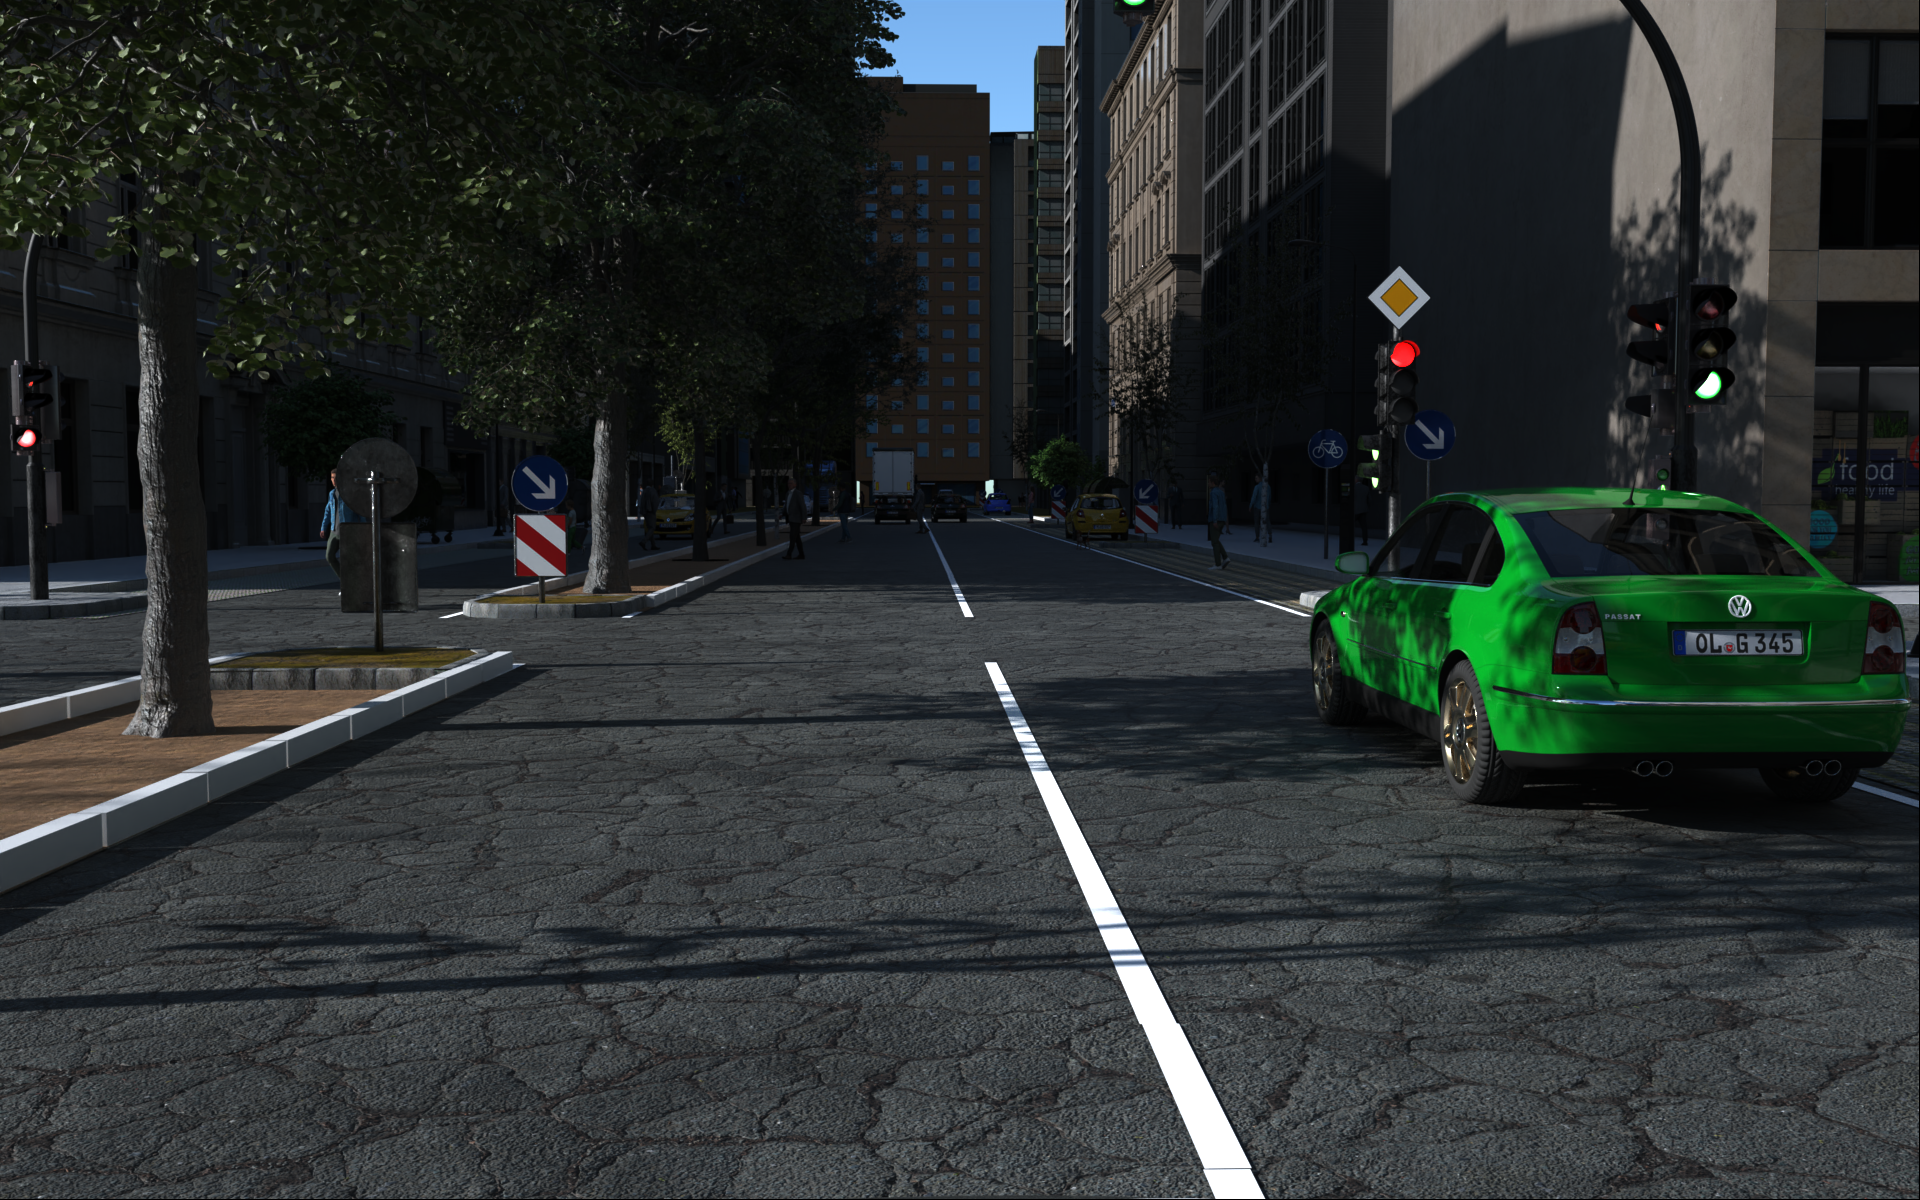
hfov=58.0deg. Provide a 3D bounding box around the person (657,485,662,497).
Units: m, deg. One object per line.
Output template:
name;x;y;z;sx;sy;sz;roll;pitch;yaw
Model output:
person;-17.397;-5.763;100.398;1.348;1.807;0.705;1;4;20

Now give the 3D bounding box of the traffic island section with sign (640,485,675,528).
traffic island section with sign;-12.330;-3.933;72.926;1.989;1.847;2.006;0;4;-2

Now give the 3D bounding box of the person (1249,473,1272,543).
person;7.993;-2.447;45.919;0.638;1.841;0.748;-1;4;-12

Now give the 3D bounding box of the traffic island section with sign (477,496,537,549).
traffic island section with sign;-11.591;-2.285;45.981;1.989;1.847;2.006;0;4;-2

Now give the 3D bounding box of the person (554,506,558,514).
person;-16.817;-4.012;72.647;0.522;1.701;0.512;2;4;32

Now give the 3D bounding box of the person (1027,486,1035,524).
person;3.455;-4.606;83.815;0.388;1.821;0.555;1;4;11

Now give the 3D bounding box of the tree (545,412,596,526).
tree;-14.938;-5.227;69.172;4.285;4.588;4.351;0;3;0

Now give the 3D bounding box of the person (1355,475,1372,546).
person;9.947;-2.264;43.463;0.661;1.777;0.834;-2;4;-27

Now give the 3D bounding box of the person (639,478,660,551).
person;-7.893;-2.174;44.139;0.679;1.850;0.850;2;4;33

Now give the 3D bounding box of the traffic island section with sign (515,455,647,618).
traffic island section with sign;-4.926;-0.782;20.917;2.006;1.907;1.989;0;4;-2

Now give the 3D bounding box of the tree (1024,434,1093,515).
tree;5.526;-6.626;92.044;4.285;4.588;4.351;0;3;0

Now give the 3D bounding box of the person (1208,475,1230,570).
person;4.862;-1.453;32.599;0.444;1.785;0.601;3;5;39

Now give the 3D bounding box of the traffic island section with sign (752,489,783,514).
traffic island section with sign;-13.714;-7.012;123.268;1.989;1.847;2.006;0;4;-2

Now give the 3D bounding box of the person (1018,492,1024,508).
person;5.733;-9.361;162.290;0.799;1.438;0.628;3;4;39

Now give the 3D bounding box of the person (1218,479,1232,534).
person;8.376;-2.980;55.113;0.374;1.781;0.599;-2;4;-31

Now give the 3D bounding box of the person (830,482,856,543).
person;-3.384;-2.546;50.467;0.721;1.781;0.623;0;4;7

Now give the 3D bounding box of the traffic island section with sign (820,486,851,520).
traffic island section with sign;-7.004;-5.376;96.027;2.006;1.907;1.989;0;4;-2

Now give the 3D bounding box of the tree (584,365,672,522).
tree;-15.117;-7.946;80.285;4.360;8.622;3.978;0;3;0

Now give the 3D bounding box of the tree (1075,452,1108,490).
tree;6.292;-5.118;78.277;1.663;3.219;1.824;0;3;0

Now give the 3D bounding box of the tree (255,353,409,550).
tree;-14.732;-3.483;40.657;4.285;4.588;4.351;0;3;0

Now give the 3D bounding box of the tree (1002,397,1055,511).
tree;5.113;-11.057;131.147;4.360;8.622;3.978;0;3;0

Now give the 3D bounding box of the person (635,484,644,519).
person;-16.520;-5.127;89.956;0.778;1.811;0.616;1;4;20

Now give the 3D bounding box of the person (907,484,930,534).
person;-1.487;-3.323;62.958;0.853;1.813;0.709;1;4;10

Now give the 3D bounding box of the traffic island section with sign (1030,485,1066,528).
traffic island section with sign;3.994;-3.955;73.300;1.989;1.847;2.006;0;4;-2

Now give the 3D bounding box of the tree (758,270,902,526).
tree;-6.316;-9.083;76.724;9.928;11.665;9.643;0;3;0

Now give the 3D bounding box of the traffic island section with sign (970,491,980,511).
traffic island section with sign;1.846;-8.697;150.826;1.989;1.847;2.006;0;4;-2

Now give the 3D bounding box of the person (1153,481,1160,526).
person;7.775;-3.847;69.207;0.793;1.790;0.793;-2;4;-27

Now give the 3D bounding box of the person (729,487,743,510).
person;-18.075;-8.184;139.480;1.348;1.869;0.705;1;4;22

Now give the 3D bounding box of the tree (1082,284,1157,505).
tree;6.499;-6.695;59.825;4.360;8.622;3.978;0;3;0

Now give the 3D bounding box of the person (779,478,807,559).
person;-3.675;-1.764;37.741;0.661;1.777;0.834;3;4;38

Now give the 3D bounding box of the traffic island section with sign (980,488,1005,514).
traffic island section with sign;2.619;-7.025;123.483;1.989;1.847;2.006;0;4;-2

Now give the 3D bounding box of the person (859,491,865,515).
person;-6.644;-6.545;116.988;0.415;1.643;0.593;-2;4;-30

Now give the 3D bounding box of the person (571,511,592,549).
person;-9.627;-2.243;45.393;0.699;1.804;1.509;3;5;44

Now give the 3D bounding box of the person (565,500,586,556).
person;-9.001;-1.687;40.329;0.590;1.304;0.306;-2;4;-26

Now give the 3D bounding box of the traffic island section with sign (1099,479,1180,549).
traffic island section with sign;4.750;-2.294;46.129;1.989;1.847;2.006;0;4;-2

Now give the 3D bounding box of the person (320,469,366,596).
person;-8.576;-0.935;24.132;0.601;1.785;0.444;1;4;22

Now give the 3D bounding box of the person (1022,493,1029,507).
person;6.528;-9.930;171.586;0.799;1.438;0.628;-3;4;-36

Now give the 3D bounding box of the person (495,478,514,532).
person;-15.303;-3.166;57.922;0.709;1.813;0.853;3;5;41

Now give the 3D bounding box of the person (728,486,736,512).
person;-16.730;-7.399;126.890;0.599;1.838;0.709;-2;4;-28

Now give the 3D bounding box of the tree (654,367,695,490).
tree;-15.267;-8.905;95.956;4.737;8.622;4.395;0;3;0

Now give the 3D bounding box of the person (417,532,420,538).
person;-15.728;-2.649;49.781;0.534;1.772;0.576;0;4;2

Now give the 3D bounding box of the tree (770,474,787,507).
tree;-17.749;-10.656;168.823;1.663;3.219;1.824;0;3;0

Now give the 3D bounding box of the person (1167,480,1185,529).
person;7.927;-3.515;63.690;0.661;1.801;0.590;0;4;6

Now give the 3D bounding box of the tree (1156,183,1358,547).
tree;7.458;-5.605;42.008;4.360;8.622;3.978;0;3;0

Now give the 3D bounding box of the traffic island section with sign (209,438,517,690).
traffic island section with sign;-4.732;-0.329;13.512;2.006;1.907;1.989;0;4;-2

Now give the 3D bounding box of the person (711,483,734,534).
person;-8.560;-3.287;62.205;0.822;1.834;0.622;3;4;38
